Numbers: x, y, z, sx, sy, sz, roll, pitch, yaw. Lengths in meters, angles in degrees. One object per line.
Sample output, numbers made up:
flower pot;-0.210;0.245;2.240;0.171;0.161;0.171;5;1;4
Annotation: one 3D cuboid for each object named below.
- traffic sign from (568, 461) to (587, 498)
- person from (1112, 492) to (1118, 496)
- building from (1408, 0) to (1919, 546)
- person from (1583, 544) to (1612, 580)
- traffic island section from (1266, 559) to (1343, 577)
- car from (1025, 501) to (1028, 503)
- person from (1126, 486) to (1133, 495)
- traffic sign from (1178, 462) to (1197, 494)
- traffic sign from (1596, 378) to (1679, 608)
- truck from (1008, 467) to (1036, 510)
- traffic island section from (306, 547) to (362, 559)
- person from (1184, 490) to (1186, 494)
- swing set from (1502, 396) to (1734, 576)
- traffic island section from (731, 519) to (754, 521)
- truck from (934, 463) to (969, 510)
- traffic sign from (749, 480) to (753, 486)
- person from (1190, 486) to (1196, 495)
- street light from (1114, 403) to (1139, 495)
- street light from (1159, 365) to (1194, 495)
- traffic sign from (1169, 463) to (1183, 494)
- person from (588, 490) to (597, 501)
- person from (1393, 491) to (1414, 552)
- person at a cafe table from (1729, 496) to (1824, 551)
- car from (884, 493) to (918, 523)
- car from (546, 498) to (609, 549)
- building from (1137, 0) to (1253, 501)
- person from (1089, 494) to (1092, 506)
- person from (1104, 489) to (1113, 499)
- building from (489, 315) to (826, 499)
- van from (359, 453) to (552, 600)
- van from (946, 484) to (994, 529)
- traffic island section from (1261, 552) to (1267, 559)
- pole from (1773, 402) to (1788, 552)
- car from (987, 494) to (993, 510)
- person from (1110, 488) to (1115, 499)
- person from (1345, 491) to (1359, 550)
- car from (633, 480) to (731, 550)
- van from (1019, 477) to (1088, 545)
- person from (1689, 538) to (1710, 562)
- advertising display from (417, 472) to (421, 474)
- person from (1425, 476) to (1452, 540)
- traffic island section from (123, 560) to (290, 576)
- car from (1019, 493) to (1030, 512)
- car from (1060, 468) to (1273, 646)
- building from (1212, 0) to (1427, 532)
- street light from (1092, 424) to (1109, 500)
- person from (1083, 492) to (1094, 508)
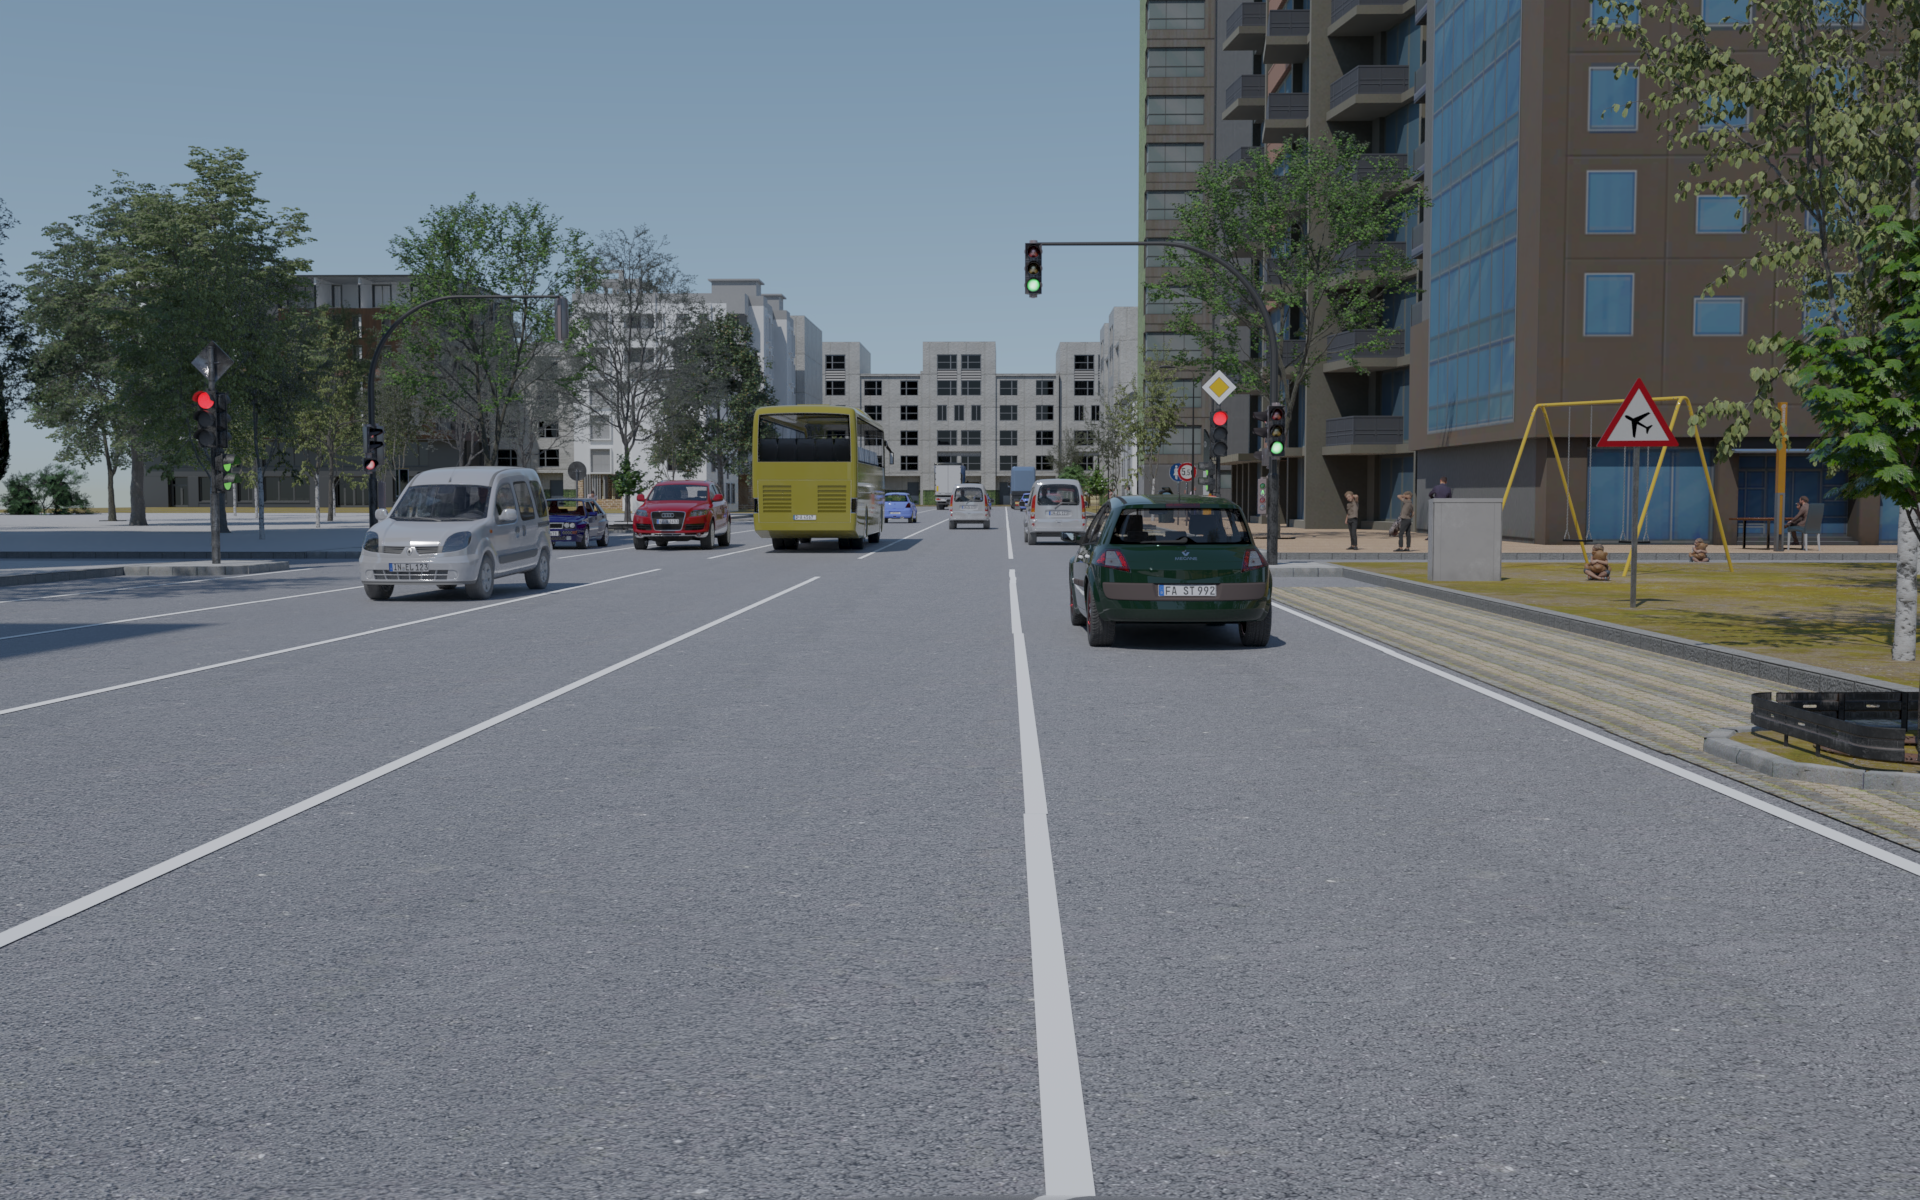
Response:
traffic sign;-14.800;-4.088;66.950;0.768;2.556;0.104;1;4;9
person;13.397;-8.791;149.790;0.705;1.822;1.348;-2;4;-27
building;21.572;-24.367;48.508;14.200;45.320;14.600;0;4;1
person;9.460;-0.561;25.685;0.381;0.543;0.357;2;4;25
traffic island section;5.666;-0.557;31.387;2.009;0.180;2.903;0;4;1
car;4.221;-4.609;84.398;2.155;1.783;4.494;0;4;1
person;9.617;-5.604;98.391;0.376;1.734;0.841;0;4;4
traffic sign;9.122;-4.253;69.636;0.768;2.556;0.104;0;4;2
traffic sign;7.602;-1.192;19.491;0.884;2.594;0.081;0;4;6
truck;6.152;-10.647;163.835;2.967;4.110;18.799;0;4;1
traffic island section;-13.502;-1.076;39.873;2.009;0.180;2.903;0;4;1
person;10.622;-4.445;81.415;0.600;1.496;0.574;2;4;29
swing set;10.737;-1.921;29.025;2.862;2.851;3.119;-2;4;-32
traffic island section;-11.824;-4.238;92.155;1.991;0.108;1.994;0;4;1
truck;-0.806;-10.464;160.006;2.839;4.237;11.283;0;4;3
traffic sign;-13.312;-6.856;112.206;0.768;2.556;0.104;0;4;2
person;12.605;-5.276;93.244;0.436;1.711;0.756;0;4;3
street light;8.510;-7.073;88.182;1.470;5.913;1.316;0;4;1
street light;7.873;-5.505;62.551;1.470;5.913;1.316;0;4;1
traffic sign;8.999;-4.360;71.386;0.768;2.556;0.104;0;4;2
person;-15.209;-3.804;71.419;0.799;1.438;0.628;3;4;36
person;9.888;-1.751;38.585;0.340;1.345;0.435;3;4;36
person at a cafe table;18.980;-1.768;39.773;1.698;1.238;1.726;-1;4;-20
car;-3.077;-4.686;86.207;1.945;1.707;3.694;0;4;3
car;-10.518;-2.050;46.101;1.945;1.354;3.894;0;3;0
building;17.195;-25.450;99.701;14.154;41.232;14.086;0;4;1
person;13.589;-10.786;182.911;0.721;1.766;1.217;3;5;40
person;12.528;-8.457;145.031;1.217;1.736;0.721;3;5;40
building;-30.885;-19.197;180.324;31.486;18.905;16.747;0;4;1
van;-7.158;-1.089;24.822;2.013;2.044;4.112;0;4;3
van;0.409;-3.943;71.478;2.013;2.044;4.112;0;4;2
traffic island section;5.872;-1.045;39.370;2.009;0.180;2.903;0;4;1
pole;18.267;-2.735;38.557;0.158;3.312;0.155;0;3;0
car;2.001;-9.113;158.591;1.945;1.707;3.694;0;4;2
person;11.443;-7.478;129.102;0.721;1.735;1.217;2;4;27
person;9.008;-1.824;39.771;0.340;1.345;0.435;-3;5;-41
car;-7.368;-2.298;46.243;2.281;1.827;5.304;0;3;0
van;2.721;-2.625;49.933;2.013;2.044;4.112;0;4;0
person;14.917;-0.979;34.978;0.381;0.543;0.357;0;4;4
advertising display;-15.206;-2.717;49.632;0.974;1.923;0.123;3;4;37
person;13.219;-2.531;47.879;0.683;1.767;0.568;0;4;4
traffic island section;-13.708;-0.588;31.890;2.009;0.180;2.903;0;4;1
car;5.764;-8.097;141.983;1.945;1.707;3.694;0;4;2
car;2.058;-0.482;17.674;2.009;1.686;4.222;0;4;0
building;22.450;-25.407;70.027;22.147;44.769;28.867;0;4;1
street light;9.260;-8.672;114.330;1.470;5.913;1.316;0;4;1
person;11.756;-9.305;158.914;1.217;1.736;0.721;-2;4;-33
